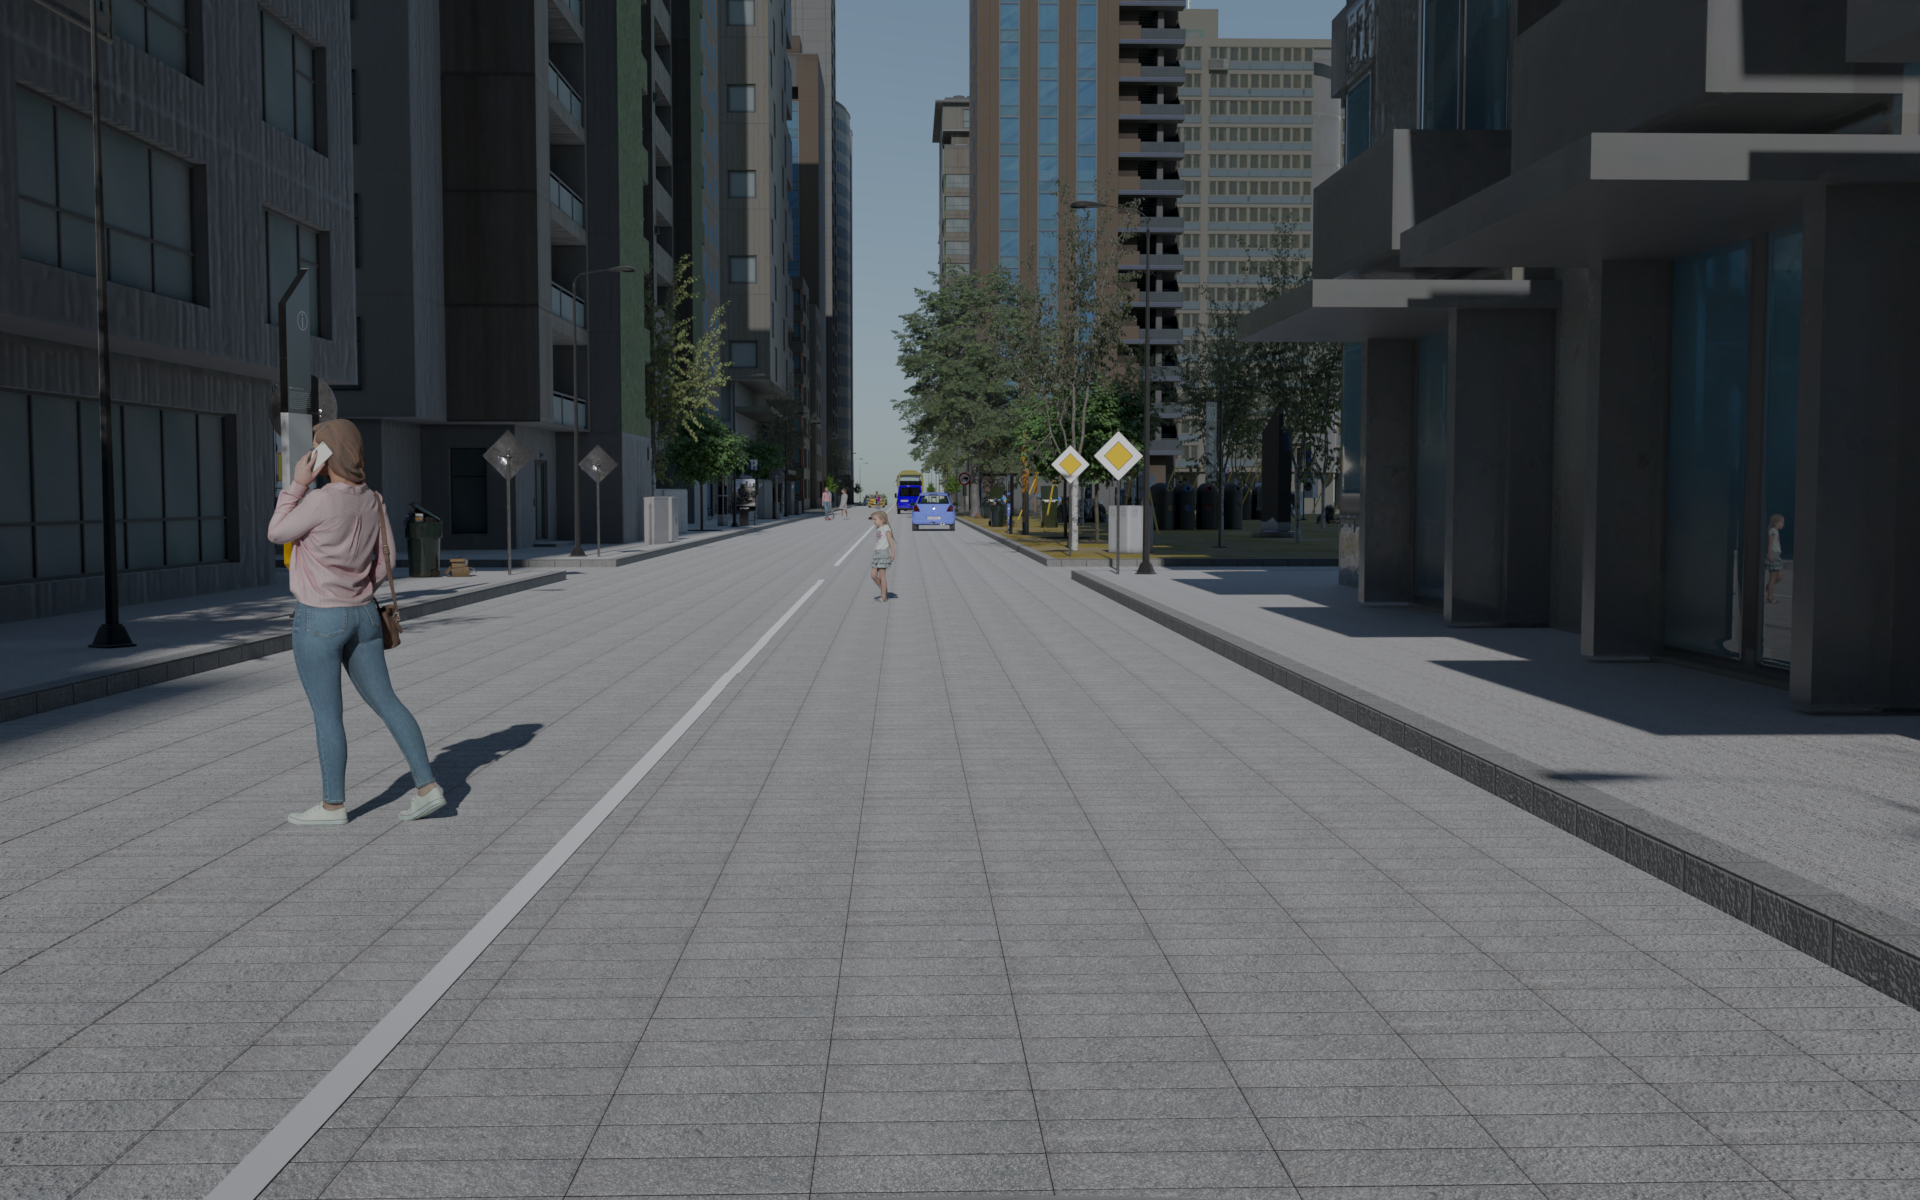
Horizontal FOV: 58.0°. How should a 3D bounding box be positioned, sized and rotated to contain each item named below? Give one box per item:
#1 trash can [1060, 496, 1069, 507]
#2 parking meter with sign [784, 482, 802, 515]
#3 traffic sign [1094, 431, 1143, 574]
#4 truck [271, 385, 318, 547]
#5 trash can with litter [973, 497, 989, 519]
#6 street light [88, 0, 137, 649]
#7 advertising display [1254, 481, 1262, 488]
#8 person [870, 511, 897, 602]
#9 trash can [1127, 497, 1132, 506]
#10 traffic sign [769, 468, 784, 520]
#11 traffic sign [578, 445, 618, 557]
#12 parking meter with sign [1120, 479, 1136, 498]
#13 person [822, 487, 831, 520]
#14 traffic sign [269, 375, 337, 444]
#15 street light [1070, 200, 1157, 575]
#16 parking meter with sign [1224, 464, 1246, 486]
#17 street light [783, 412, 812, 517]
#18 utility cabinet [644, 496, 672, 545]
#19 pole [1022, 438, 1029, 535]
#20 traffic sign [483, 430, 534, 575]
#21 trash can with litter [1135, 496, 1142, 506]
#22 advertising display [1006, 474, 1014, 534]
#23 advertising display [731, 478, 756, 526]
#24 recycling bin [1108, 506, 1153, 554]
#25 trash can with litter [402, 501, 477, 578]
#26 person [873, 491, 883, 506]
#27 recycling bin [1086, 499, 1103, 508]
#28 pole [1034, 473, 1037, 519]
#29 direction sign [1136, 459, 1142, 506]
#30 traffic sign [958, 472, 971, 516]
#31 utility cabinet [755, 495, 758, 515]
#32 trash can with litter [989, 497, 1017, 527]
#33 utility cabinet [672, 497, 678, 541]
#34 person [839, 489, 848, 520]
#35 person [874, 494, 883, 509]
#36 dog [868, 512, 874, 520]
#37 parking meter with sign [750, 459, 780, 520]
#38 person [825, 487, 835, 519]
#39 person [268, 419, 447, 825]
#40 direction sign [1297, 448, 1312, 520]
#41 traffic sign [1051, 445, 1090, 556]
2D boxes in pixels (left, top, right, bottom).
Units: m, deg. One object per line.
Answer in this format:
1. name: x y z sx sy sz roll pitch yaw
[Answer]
1. trash can: 6.521 -5.921 108.457 0.748 1.137 0.748 0 3 0
2. parking meter with sign: -10.452 -6.674 105.382 1.738 3.016 0.543 2 4 26
3. traffic sign: 2.519 -1.467 27.622 0.795 2.450 0.064 0 4 -2
4. truck: -17.519 -2.562 30.807 11.283 4.237 2.839 0 4 -4
5. trash can with litter: 1.214 -4.813 90.083 1.055 1.170 0.624 -1 4 -14
6. street light: -6.572 -2.558 14.368 1.470 5.913 1.316 0 4 -2
7. advertising display: 15.465 -5.087 88.378 0.974 1.923 0.123 -1 4 -8
8. person: -0.969 -0.576 22.938 0.382 1.210 0.505 -2 4 -35
9. trash can: 8.839 -4.875 91.355 0.748 1.137 0.748 0 3 0
10. traffic sign: -9.092 -5.247 85.888 0.768 2.556 0.104 0 4 4
11. traffic sign: -7.376 -1.937 35.316 0.795 2.450 0.064 0 4 -2
12. parking meter with sign: 9.753 -6.320 99.588 0.543 3.016 1.738 -2 4 -34
13. person: -7.266 -5.245 94.261 0.555 1.821 0.388 -3 4 -37
14. traffic sign: -6.945 -1.113 18.303 0.768 2.556 0.104 0 4 8
15. street light: 2.438 -3.366 27.569 1.470 5.913 1.316 0 4 -2
16. parking meter with sign: 16.144 -6.344 99.988 1.738 3.016 0.543 2 4 32
17. street light: -9.318 -7.679 98.086 1.470 5.913 1.316 0 4 -2
18. utility cabinet: -7.795 -2.036 44.447 0.306 1.237 1.020 1 4 11
19. pole: 2.075 -3.725 54.747 0.158 3.312 0.155 0 3 0
20. traffic sign: -7.121 -1.449 27.335 0.795 2.450 0.064 0 4 -2
21. trash can with litter: 9.504 -5.020 93.457 0.624 1.170 1.055 0 4 4
22. advertising display: 1.616 -3.102 55.932 0.123 1.923 0.974 0 4 -5
23. advertising display: -8.664 -3.927 69.416 0.974 1.923 0.123 -1 4 -13
24. recycling bin: 3.715 -1.536 37.675 0.722 1.027 0.722 -2 4 -33
25. trash can with litter: -8.058 -0.943 26.811 1.055 1.170 0.624 -1 4 -23
26. person: -8.192 -9.971 172.312 1.217 1.735 0.721 2 4 34
27. recycling bin: 7.479 -5.116 96.198 0.722 1.027 0.722 2 4 27
28. pole: 3.891 -5.822 89.025 0.158 3.312 0.155 0 3 0
29. direction sign: 6.112 -4.137 59.630 0.379 3.537 0.876 -1 4 -14
30. traffic sign: 0.271 -6.177 101.100 0.768 2.556 0.104 0 4 -1
31. utility cabinet: -13.050 -5.902 107.656 1.020 1.237 0.306 -2 4 -31
32. trash can with litter: 1.821 -3.613 70.457 0.624 1.170 1.055 -2 4 -28
33. utility cabinet: -7.974 -2.234 47.692 0.306 1.237 1.020 0 4 0
34. person: -6.507 -5.374 97.119 0.466 1.731 0.760 1 4 12
35. person: -7.519 -9.123 160.891 0.991 1.433 0.599 -1 4 -18
36. dog: -4.876 -4.667 96.497 0.550 0.427 0.748 0 4 7
37. parking meter with sign: -9.824 -5.583 87.539 0.543 3.016 1.738 2 4 35
38. person: -7.702 -5.691 101.403 0.748 1.841 0.638 3 5 43
39. person: -2.590 0.098 7.491 0.643 1.750 0.593 1 4 21
40. direction sign: 16.788 -5.661 84.551 0.876 3.537 0.379 -2 4 -28
41. traffic sign: 2.264 -1.955 35.603 0.795 2.450 0.064 0 4 -2
